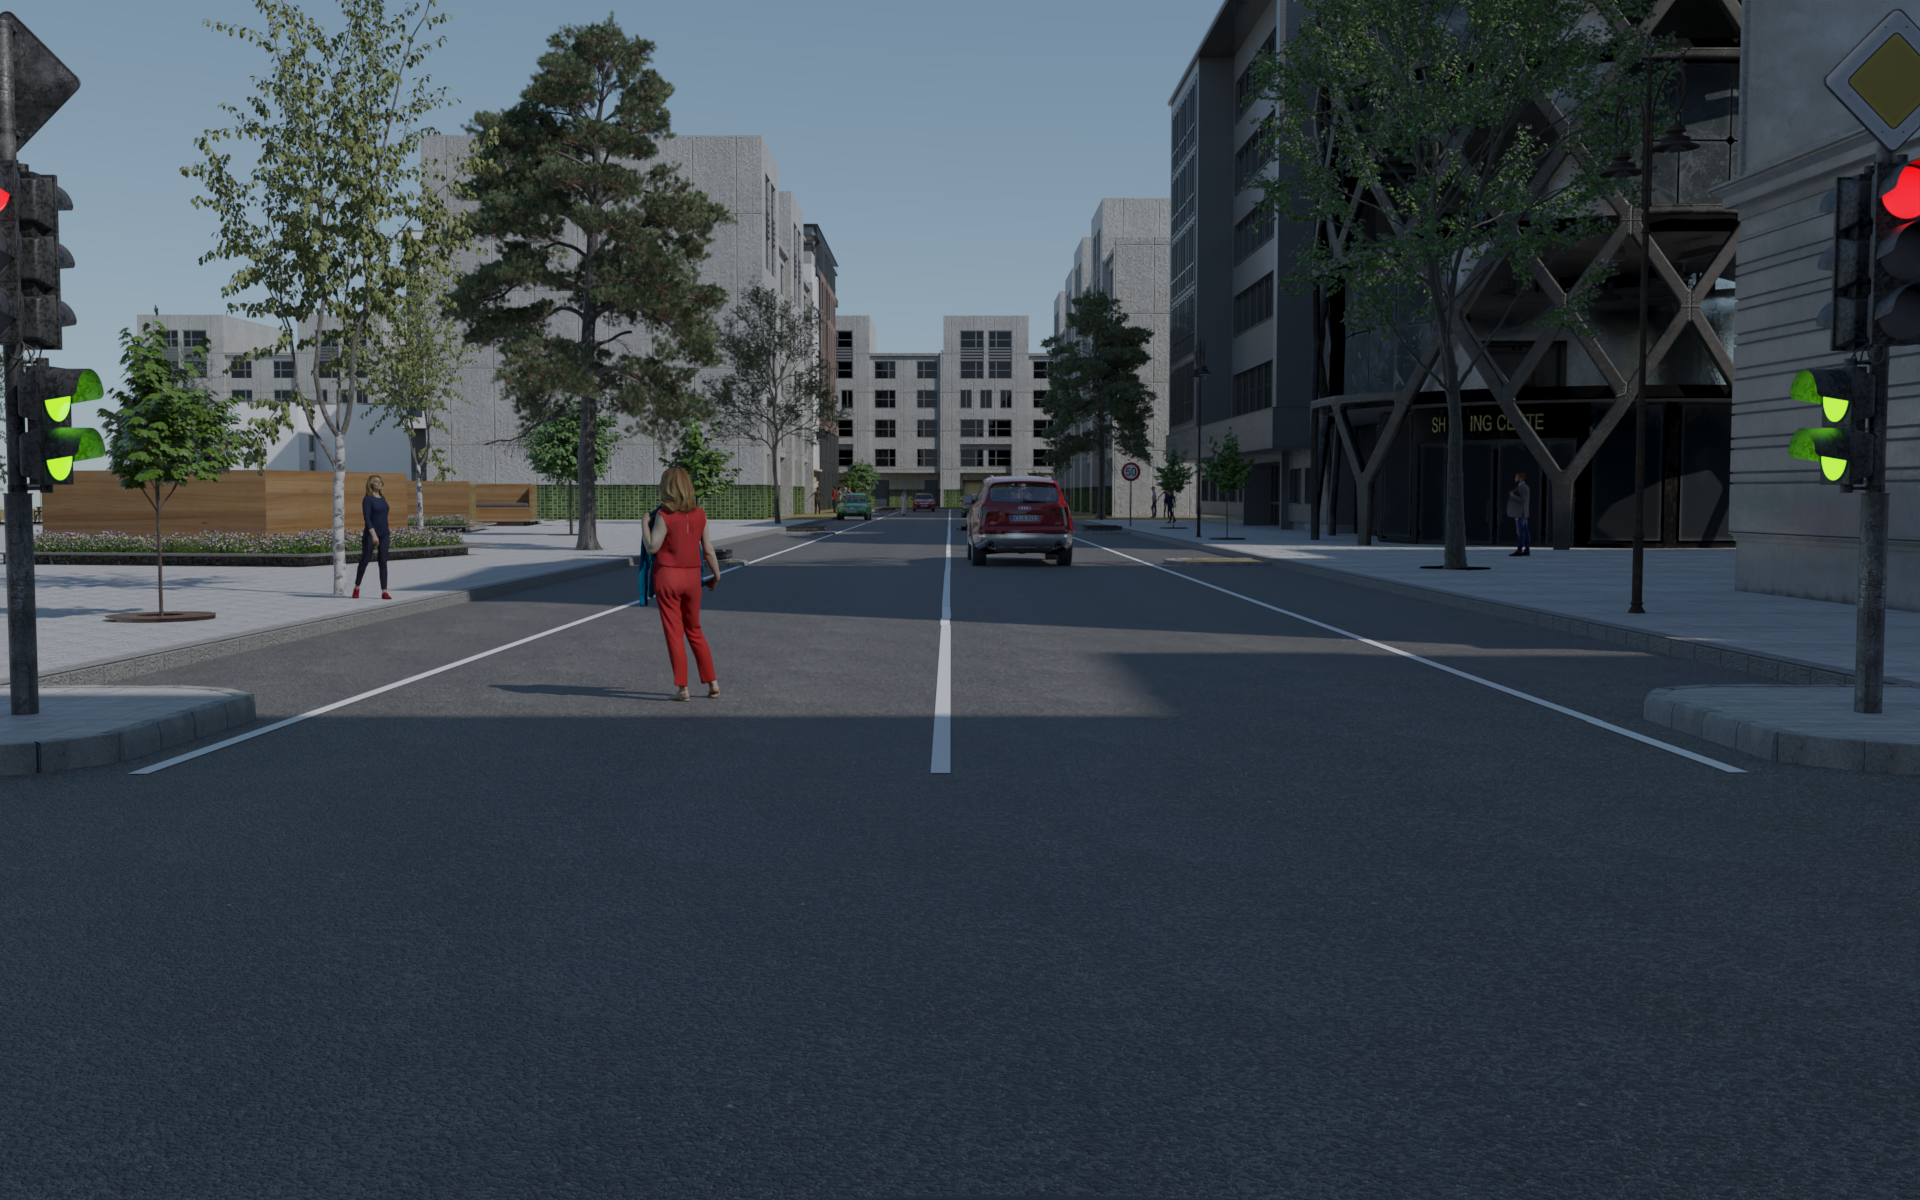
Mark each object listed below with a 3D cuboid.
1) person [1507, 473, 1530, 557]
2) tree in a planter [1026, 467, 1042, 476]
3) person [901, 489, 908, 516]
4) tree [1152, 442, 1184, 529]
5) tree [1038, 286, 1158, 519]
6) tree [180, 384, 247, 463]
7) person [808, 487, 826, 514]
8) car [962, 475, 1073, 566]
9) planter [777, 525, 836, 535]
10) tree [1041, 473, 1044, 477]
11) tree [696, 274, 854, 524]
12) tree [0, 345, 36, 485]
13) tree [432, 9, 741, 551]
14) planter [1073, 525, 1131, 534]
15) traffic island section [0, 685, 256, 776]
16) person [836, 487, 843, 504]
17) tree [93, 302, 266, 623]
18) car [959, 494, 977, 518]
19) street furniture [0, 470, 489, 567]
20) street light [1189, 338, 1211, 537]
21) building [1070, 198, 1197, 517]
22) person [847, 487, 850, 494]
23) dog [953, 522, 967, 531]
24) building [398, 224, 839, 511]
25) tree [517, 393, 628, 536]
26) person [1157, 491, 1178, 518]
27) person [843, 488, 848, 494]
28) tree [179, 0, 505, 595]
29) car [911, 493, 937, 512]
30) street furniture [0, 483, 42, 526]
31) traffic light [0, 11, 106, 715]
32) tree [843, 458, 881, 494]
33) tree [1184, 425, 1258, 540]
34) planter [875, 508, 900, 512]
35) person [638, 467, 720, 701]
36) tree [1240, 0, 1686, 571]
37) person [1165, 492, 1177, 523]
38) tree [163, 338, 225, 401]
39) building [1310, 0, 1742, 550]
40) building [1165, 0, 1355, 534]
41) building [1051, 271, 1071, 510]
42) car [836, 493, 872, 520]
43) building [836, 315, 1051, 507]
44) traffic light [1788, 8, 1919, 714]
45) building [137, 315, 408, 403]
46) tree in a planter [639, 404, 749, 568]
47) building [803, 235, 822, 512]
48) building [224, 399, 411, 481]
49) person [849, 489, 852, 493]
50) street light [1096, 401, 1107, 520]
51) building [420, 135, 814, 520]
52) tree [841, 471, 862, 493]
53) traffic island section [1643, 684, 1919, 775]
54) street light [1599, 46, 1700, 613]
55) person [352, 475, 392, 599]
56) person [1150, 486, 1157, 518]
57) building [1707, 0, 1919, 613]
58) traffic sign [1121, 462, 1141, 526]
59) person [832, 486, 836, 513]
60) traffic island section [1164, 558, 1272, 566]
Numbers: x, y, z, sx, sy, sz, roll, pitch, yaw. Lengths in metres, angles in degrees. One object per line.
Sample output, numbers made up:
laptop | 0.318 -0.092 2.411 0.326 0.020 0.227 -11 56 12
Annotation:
person | 11.478 -1.758 35.603 0.431 1.722 0.655 2 4 35
tree in a planter | 4.808 -7.046 112.421 1.991 3.239 1.994 0 4 0
person | -3.677 -6.491 115.302 0.551 1.740 0.621 2 4 25
tree | 7.892 -4.269 64.403 1.663 3.219 1.824 0 3 0
tree | 7.426 -10.301 90.472 6.751 12.117 7.091 0 3 0
tree | -23.018 -4.167 51.845 4.285 4.588 4.351 0 3 0
person | -9.152 -6.369 110.898 1.217 1.735 0.721 -1 4 -20
car | 1.199 -1.686 36.236 2.281 1.827 5.304 0 4 -1
planter | -5.435 -2.482 61.716 1.991 0.319 1.994 0 4 0
tree | 7.349 -9.777 154.458 1.663 3.219 1.824 0 3 0
tree | -8.188 -8.557 74.317 7.601 10.594 8.767 -1 4 -23
tree | -30.989 -6.379 54.655 4.360 8.622 3.978 0 3 0
tree | -8.507 -7.173 39.332 6.751 12.117 7.091 0 3 0
planter | 5.074 -2.525 62.430 1.991 0.319 1.994 0 4 0
traffic island section | -5.482 0.743 10.127 2.009 0.180 2.903 0 4 0
person | -8.800 -7.391 126.883 0.705 1.824 1.348 -2 4 -34
tree | -8.148 -1.401 17.501 1.663 3.219 1.824 0 3 0
car | 1.014 -5.759 105.960 2.131 1.459 4.920 0 4 -1
street furniture | -13.785 -1.601 33.024 11.010 1.723 9.812 1 4 11
street light | 7.106 -4.809 51.414 0.468 5.910 1.993 0 4 0
building | 16.836 -15.033 112.250 16.747 18.905 31.486 0 4 0
person | -8.433 -7.689 131.763 0.705 1.822 1.348 1 4 10
dog | 0.143 -2.896 67.535 0.748 0.427 0.550 3 5 42
building | -27.115 -18.406 144.912 32.646 21.610 27.936 0 4 0
tree | -12.065 -4.298 53.993 4.285 4.588 4.351 0 3 0
person | 11.083 -5.246 92.502 1.217 1.739 0.721 -1 4 -20
person | -8.087 -6.990 121.057 0.721 1.736 1.217 0 4 7
tree | -7.938 -4.384 22.046 4.737 8.622 4.395 0 3 0
car | -2.975 -8.147 142.244 2.155 1.783 4.494 0 4 -2
street furniture | -43.174 -3.932 69.319 27.439 1.986 14.083 -1 4 -14
traffic light | -5.442 -1.269 9.993 0.839 4.213 0.868 0 4 0
tree | -8.695 -10.417 154.033 4.285 4.588 4.351 0 3 0
tree | 7.617 -3.304 48.627 1.663 3.219 1.824 0 3 0
planter | -5.856 -7.241 139.526 1.991 0.319 1.994 0 4 0
person | -1.946 -0.113 12.051 0.593 1.614 0.444 -1 4 -17
tree | 8.324 -6.333 29.294 9.928 11.665 9.643 0 3 0
person | 9.354 -4.165 76.690 0.480 1.512 0.613 2 4 27
tree | -36.149 -7.982 80.874 4.360 8.622 3.978 0 3 0
building | 17.901 -10.977 46.923 16.820 18.784 16.811 0 4 0
building | 17.239 -15.356 70.130 14.314 24.678 30.058 0 4 0
building | 17.085 -16.973 143.973 16.747 18.905 31.486 0 4 0
car | -5.862 -5.336 96.044 1.959 1.807 4.718 0 4 0
building | -1.687 -19.178 180.023 31.486 18.905 16.747 0 4 0
traffic light | 5.319 -1.274 10.067 0.839 4.213 0.868 0 4 0
building | -65.237 -19.132 179.270 31.486 18.905 16.747 0 4 0
tree in a planter | -5.292 -2.291 34.683 1.991 3.239 1.994 0 4 0
building | -17.983 -16.314 123.158 16.016 20.091 11.380 0 4 0
building | -57.527 -13.028 155.157 28.070 9.664 9.099 0 4 0
person | -9.043 -8.137 139.610 0.750 1.759 0.617 -2 4 -24
street light | 6.940 -6.855 84.871 0.468 5.910 1.993 0 4 0
building | -18.228 -14.372 101.444 16.747 18.905 31.486 0 4 0
tree | -8.946 -9.076 142.994 1.663 3.219 1.824 0 3 0
traffic island section | 5.359 0.740 10.180 2.009 0.180 2.903 0 4 0
street light | 7.300 -2.796 18.508 0.468 5.910 1.993 0 4 0
person | -7.199 -0.769 21.158 0.613 1.512 0.480 1 4 11
person | 10.516 -5.335 94.208 0.436 1.711 0.756 1 4 12
building | 20.071 -11.089 17.460 21.152 22.565 11.583 0 4 0
traffic sign | 6.801 -4.214 69.013 0.768 2.556 0.104 0 4 1
person | -8.381 -6.656 114.806 0.705 1.831 1.348 0 4 -3
traffic island section | 5.212 -0.772 35.493 1.991 0.108 1.994 0 4 0
